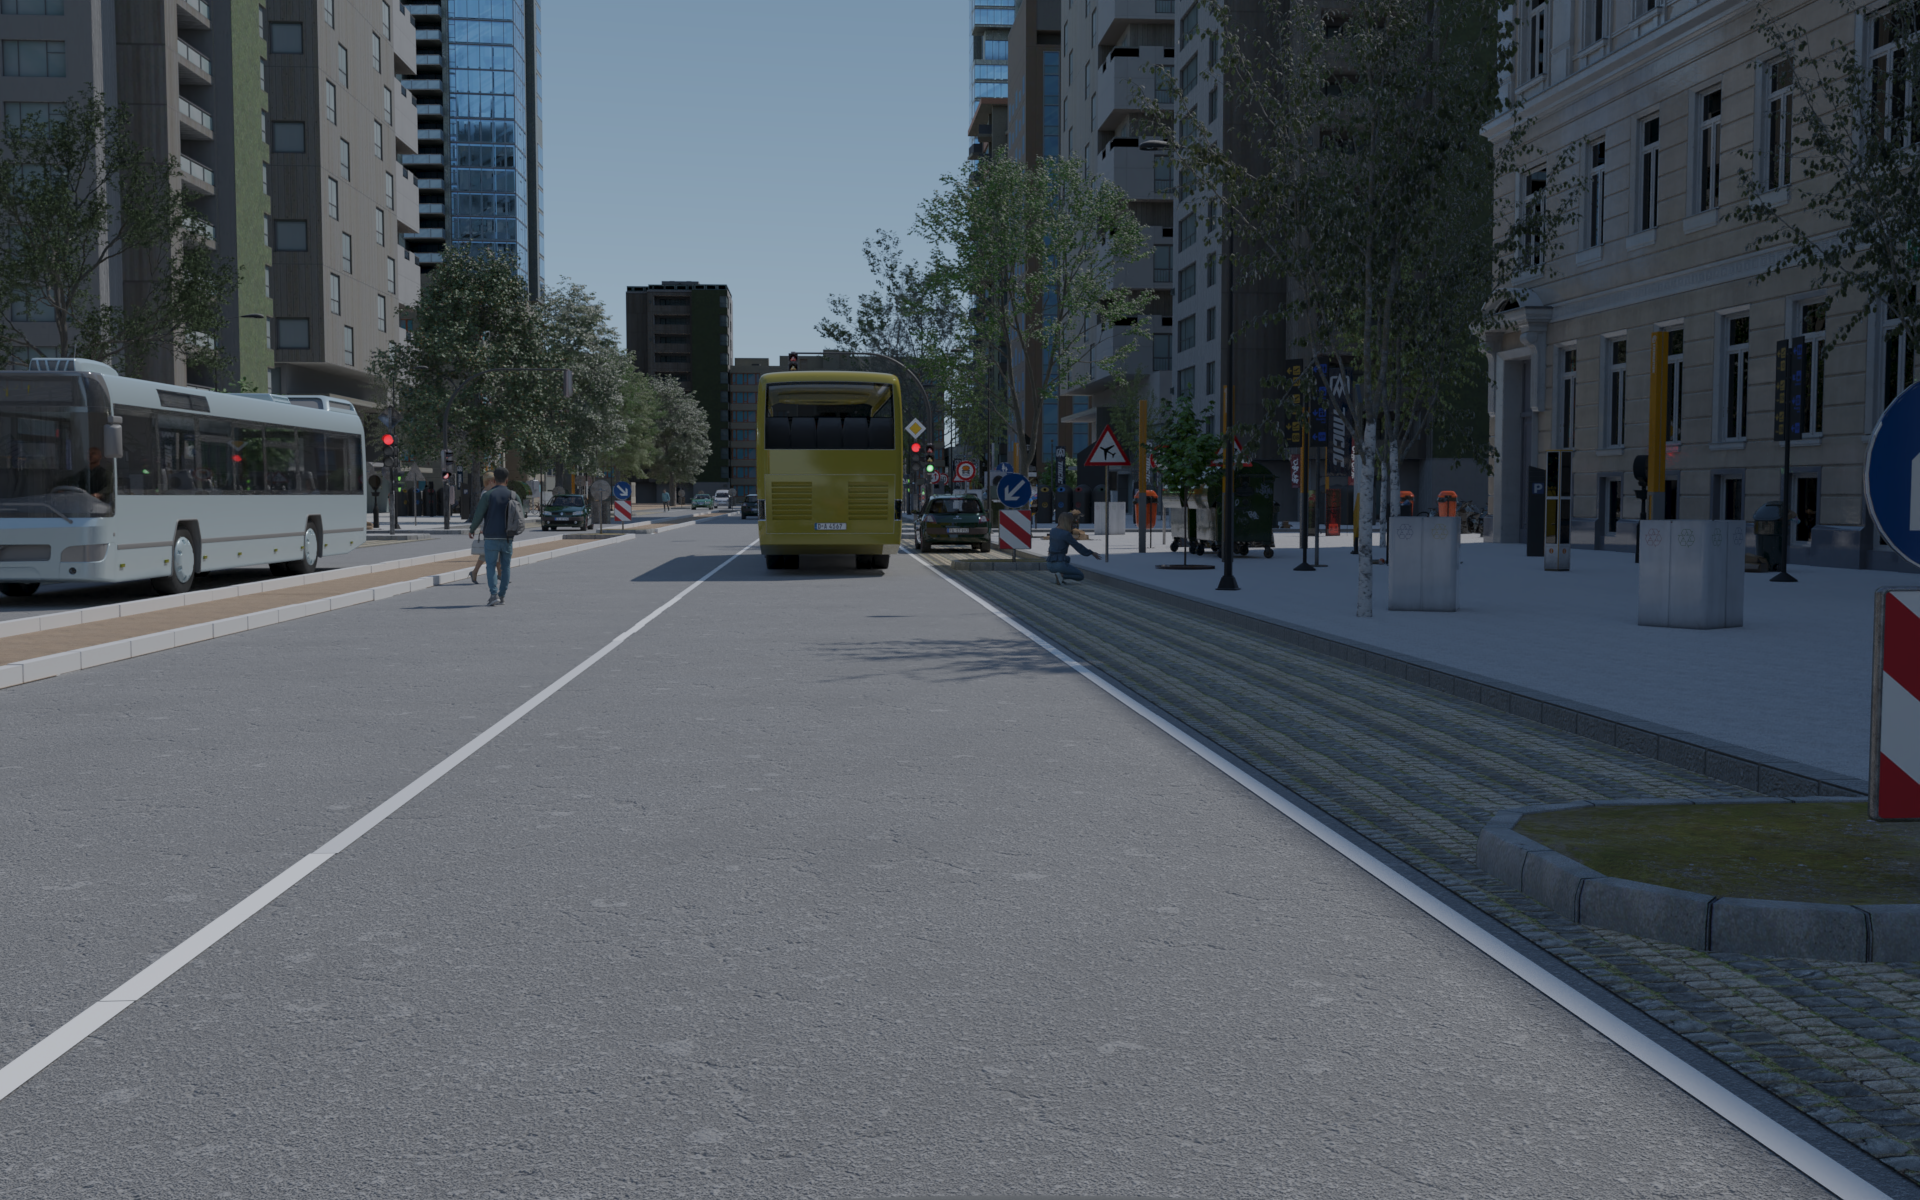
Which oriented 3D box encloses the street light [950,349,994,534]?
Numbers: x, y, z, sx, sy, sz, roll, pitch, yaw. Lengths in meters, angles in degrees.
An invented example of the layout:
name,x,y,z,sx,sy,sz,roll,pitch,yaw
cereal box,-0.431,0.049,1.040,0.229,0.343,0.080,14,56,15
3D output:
name,x,y,z,sx,sy,sz,roll,pitch,yaw
street light,0.380,-5.074,55.495,1.470,5.913,1.316,0,4,-5

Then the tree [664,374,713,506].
name,x,y,z,sx,sy,sz,roll,pitch,yaw
tree,-30.282,-16.851,182.173,9.857,13.997,8.962,0,3,0

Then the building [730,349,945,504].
name,x,y,z,sx,sy,sz,roll,pitch,yaw
building,-17.552,-24.622,247.614,28.899,21.520,27.650,0,4,-5

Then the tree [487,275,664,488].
name,x,y,z,sx,sy,sz,roll,pitch,yaw
tree,-23.823,-11.979,102.513,9.857,13.997,8.962,0,3,0

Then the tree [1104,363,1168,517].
name,x,y,z,sx,sy,sz,roll,pitch,yaw
tree,9.800,-8.889,95.701,4.737,8.622,4.395,0,3,0

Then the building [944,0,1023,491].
name,x,y,z,sx,sy,sz,roll,pitch,yaw
building,13.133,-56.996,244.558,31.000,86.520,22.319,0,4,-5

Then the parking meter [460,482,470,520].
name,x,y,z,sx,sy,sz,roll,pitch,yaw
parking meter,-24.803,-4.960,86.806,0.399,1.863,0.255,-3,5,-40

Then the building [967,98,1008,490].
name,x,y,z,sx,sy,sz,roll,pitch,yaw
building,12.306,-32.787,190.684,22.147,44.769,28.867,0,4,-5

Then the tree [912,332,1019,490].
name,x,y,z,sx,sy,sz,roll,pitch,yaw
tree,0.586,-7.904,79.585,4.737,8.622,4.395,0,3,0

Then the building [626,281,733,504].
name,x,y,z,sx,sy,sz,roll,pitch,yaw
building,-38.377,-28.520,237.994,14.107,30.474,14.160,0,4,-5

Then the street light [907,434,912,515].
name,x,y,z,sx,sy,sz,roll,pitch,yaw
street light,-3.663,-8.191,106.457,1.470,5.913,1.316,0,4,-5

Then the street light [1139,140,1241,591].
name,x,y,z,sx,sy,sz,roll,pitch,yaw
street light,3.049,-3.084,22.973,1.470,5.913,1.316,0,4,-5

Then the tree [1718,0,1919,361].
name,x,y,z,sx,sy,sz,roll,pitch,yaw
tree,11.134,-4.239,19.667,4.360,8.622,3.978,0,3,0

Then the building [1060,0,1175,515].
name,x,y,z,sx,sy,sz,roll,pitch,yaw
building,21.865,-32.271,116.873,28.713,52.752,27.495,0,4,-5

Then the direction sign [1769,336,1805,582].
name,x,y,z,sx,sy,sz,roll,pitch,yaw
direction sign,12.076,-2.036,25.286,0.379,3.537,0.876,0,4,2

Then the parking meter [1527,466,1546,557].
name,x,y,z,sx,sy,sz,roll,pitch,yaw
parking meter,11.863,-1.826,35.559,0.399,1.863,0.255,1,4,14

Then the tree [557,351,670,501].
name,x,y,z,sx,sy,sz,roll,pitch,yaw
tree,-25.967,-12.058,122.905,9.928,11.665,9.643,0,3,0

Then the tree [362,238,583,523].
name,x,y,z,sx,sy,sz,roll,pitch,yaw
tree,-21.714,-9.826,77.665,9.611,12.733,9.660,0,3,0

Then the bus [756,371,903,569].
name,x,y,z,sx,sy,sz,roll,pitch,yaw
bus,-2.796,-2.716,35.948,2.896,3.916,12.252,0,4,-5

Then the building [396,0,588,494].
name,x,y,z,sx,sy,sz,roll,pitch,yaw
building,-57.931,-53.489,187.212,31.000,86.520,22.319,0,4,-5

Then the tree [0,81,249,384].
name,x,y,z,sx,sy,sz,roll,pitch,yaw
tree,-19.418,-6.363,38.450,8.767,10.594,7.601,1,4,20

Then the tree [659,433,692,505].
name,x,y,z,sx,sy,sz,roll,pitch,yaw
tree,-33.348,-15.665,206.482,4.360,8.622,3.978,0,3,0

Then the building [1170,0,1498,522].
name,x,y,z,sx,sy,sz,roll,pitch,yaw
building,18.413,-19.057,83.283,14.107,30.474,14.160,0,4,-5

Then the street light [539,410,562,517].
name,x,y,z,sx,sy,sz,roll,pitch,yaw
street light,-22.661,-7.547,95.930,1.470,5.913,1.316,0,4,-5

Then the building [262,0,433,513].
name,x,y,z,sx,sy,sz,roll,pitch,yaw
building,-49.876,-31.702,107.561,28.713,52.752,27.495,0,4,-5

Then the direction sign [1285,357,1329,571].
name,x,y,z,sx,sy,sz,roll,pitch,yaw
direction sign,5.777,-2.259,28.926,0.379,3.537,0.876,-3,5,-41

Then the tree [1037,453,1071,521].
name,x,y,z,sx,sy,sz,roll,pitch,yaw
tree,4.467,-5.310,81.419,1.663,3.219,1.824,0,3,0

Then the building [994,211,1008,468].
name,x,y,z,sx,sy,sz,roll,pitch,yaw
building,10.115,-24.292,168.867,14.160,30.474,14.107,0,4,-5

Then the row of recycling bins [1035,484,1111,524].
name,x,y,z,sx,sy,sz,roll,pitch,yaw
row of recycling bins,4.883,-4.162,75.163,3.534,1.692,1.069,2,4,25

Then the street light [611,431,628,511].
name,x,y,z,sx,sy,sz,roll,pitch,yaw
street light,-25.282,-9.524,128.266,1.470,5.913,1.316,0,4,-5

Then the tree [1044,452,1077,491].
name,x,y,z,sx,sy,sz,roll,pitch,yaw
tree,8.173,-9.125,132.911,4.285,4.588,4.351,0,3,0

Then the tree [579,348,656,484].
name,x,y,z,sx,sy,sz,roll,pitch,yaw
tree,-26.906,-13.224,134.332,7.486,12.596,7.792,0,3,0

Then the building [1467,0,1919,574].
name,x,y,z,sx,sy,sz,roll,pitch,yaw
building,20.894,-15.298,36.030,13.634,28.700,20.117,0,4,-5

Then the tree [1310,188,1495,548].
name,x,y,z,sx,sy,sz,roll,pitch,yaw
tree,10.385,-5.564,41.341,4.737,8.622,4.395,0,3,0

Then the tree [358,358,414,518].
name,x,y,z,sx,sy,sz,roll,pitch,yaw
tree,-29.341,-8.528,89.797,4.360,8.622,3.978,0,3,0

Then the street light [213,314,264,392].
name,x,y,z,sx,sy,sz,roll,pitch,yaw
street light,-18.615,-4.413,44.693,1.470,5.913,1.316,0,4,-5

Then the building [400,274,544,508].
name,x,y,z,sx,sy,sz,roll,pitch,yaw
building,-52.441,-18.638,149.777,27.650,21.520,28.899,0,4,-5

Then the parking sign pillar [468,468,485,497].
name,x,y,z,sx,sy,sz,roll,pitch,yaw
parking sign pillar,-37.791,-8.989,135.445,1.447,3.967,1.447,0,4,8

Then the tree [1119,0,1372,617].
name,x,y,z,sx,sy,sz,roll,pitch,yaw
tree,4.102,-4.140,18.057,4.360,8.622,3.978,0,3,0

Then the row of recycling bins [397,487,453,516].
name,x,y,z,sx,sy,sz,roll,pitch,yaw
row of recycling bins,-31.249,-5.713,100.528,3.534,1.692,1.069,-3,5,-40

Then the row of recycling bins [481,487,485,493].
name,x,y,z,sx,sy,sz,roll,pitch,yaw
row of recycling bins,-25.791,-5.488,96.847,1.069,1.692,3.534,1,4,19

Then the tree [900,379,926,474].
name,x,y,z,sx,sy,sz,roll,pitch,yaw
tree,-7.943,-16.902,182.999,9.857,13.997,8.962,0,3,0

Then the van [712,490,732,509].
name,x,y,z,sx,sy,sz,roll,pitch,yaw
van,-23.585,-10.099,172.137,2.013,2.044,4.112,0,4,-5

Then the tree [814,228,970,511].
name,x,y,z,sx,sy,sz,roll,pitch,yaw
tree,-5.387,-16.544,126.384,12.611,20.169,13.585,0,3,0

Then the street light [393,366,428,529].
name,x,y,z,sx,sy,sz,roll,pitch,yaw
street light,-19.983,-5.528,62.918,1.470,5.913,1.316,0,4,-5

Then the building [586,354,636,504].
name,x,y,z,sx,sy,sz,roll,pitch,yaw
building,-60.849,-24.380,243.647,28.899,21.520,27.650,0,4,-5

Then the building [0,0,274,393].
name,x,y,z,sx,sy,sz,roll,pitch,yaw
building,-40.695,-24.143,78.339,14.154,41.232,14.086,0,4,-5

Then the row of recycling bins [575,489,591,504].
name,x,y,z,sx,sy,sz,roll,pitch,yaw
row of recycling bins,-28.661,-7.619,131.676,1.069,1.692,3.534,-2,4,-29

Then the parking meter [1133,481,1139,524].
name,x,y,z,sx,sy,sz,roll,pitch,yaw
parking meter,7.644,-4.206,74.477,0.399,1.863,0.255,2,4,27

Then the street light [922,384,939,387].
name,x,y,z,sx,sy,sz,roll,pitch,yaw
street light,-0.902,-6.166,73.357,1.470,5.913,1.316,0,4,-5

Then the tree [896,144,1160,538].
name,x,y,z,sx,sy,sz,roll,pitch,yaw
tree,1.995,-7.638,50.644,9.928,11.665,9.643,0,3,0

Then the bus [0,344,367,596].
name,x,y,z,sx,sy,sz,roll,pitch,yaw
bus,-12.387,-1.974,27.130,2.948,3.499,13.247,0,4,-4

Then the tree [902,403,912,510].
name,x,y,z,sx,sy,sz,roll,pitch,yaw
tree,-3.171,-9.827,111.026,4.737,8.622,4.395,0,3,0

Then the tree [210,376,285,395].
name,x,y,z,sx,sy,sz,roll,pitch,yaw
tree,-19.886,-3.936,48.072,4.285,4.588,4.351,0,3,0

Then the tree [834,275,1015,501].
name,x,y,z,sx,sy,sz,roll,pitch,yaw
tree,-1.982,-11.427,97.195,12.009,13.543,11.850,0,3,0

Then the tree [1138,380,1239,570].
name,x,y,z,sx,sy,sz,roll,pitch,yaw
tree,3.875,-2.140,29.589,1.663,3.219,1.824,0,3,0

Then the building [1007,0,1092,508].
name,x,y,z,sx,sy,sz,roll,pitch,yaw
building,11.851,-30.821,154.038,14.600,45.320,14.200,0,4,-5

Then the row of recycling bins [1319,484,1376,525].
name,x,y,z,sx,sy,sz,roll,pitch,yaw
row of recycling bins,16.032,-3.978,72.154,1.069,1.692,3.534,-2,4,-25
